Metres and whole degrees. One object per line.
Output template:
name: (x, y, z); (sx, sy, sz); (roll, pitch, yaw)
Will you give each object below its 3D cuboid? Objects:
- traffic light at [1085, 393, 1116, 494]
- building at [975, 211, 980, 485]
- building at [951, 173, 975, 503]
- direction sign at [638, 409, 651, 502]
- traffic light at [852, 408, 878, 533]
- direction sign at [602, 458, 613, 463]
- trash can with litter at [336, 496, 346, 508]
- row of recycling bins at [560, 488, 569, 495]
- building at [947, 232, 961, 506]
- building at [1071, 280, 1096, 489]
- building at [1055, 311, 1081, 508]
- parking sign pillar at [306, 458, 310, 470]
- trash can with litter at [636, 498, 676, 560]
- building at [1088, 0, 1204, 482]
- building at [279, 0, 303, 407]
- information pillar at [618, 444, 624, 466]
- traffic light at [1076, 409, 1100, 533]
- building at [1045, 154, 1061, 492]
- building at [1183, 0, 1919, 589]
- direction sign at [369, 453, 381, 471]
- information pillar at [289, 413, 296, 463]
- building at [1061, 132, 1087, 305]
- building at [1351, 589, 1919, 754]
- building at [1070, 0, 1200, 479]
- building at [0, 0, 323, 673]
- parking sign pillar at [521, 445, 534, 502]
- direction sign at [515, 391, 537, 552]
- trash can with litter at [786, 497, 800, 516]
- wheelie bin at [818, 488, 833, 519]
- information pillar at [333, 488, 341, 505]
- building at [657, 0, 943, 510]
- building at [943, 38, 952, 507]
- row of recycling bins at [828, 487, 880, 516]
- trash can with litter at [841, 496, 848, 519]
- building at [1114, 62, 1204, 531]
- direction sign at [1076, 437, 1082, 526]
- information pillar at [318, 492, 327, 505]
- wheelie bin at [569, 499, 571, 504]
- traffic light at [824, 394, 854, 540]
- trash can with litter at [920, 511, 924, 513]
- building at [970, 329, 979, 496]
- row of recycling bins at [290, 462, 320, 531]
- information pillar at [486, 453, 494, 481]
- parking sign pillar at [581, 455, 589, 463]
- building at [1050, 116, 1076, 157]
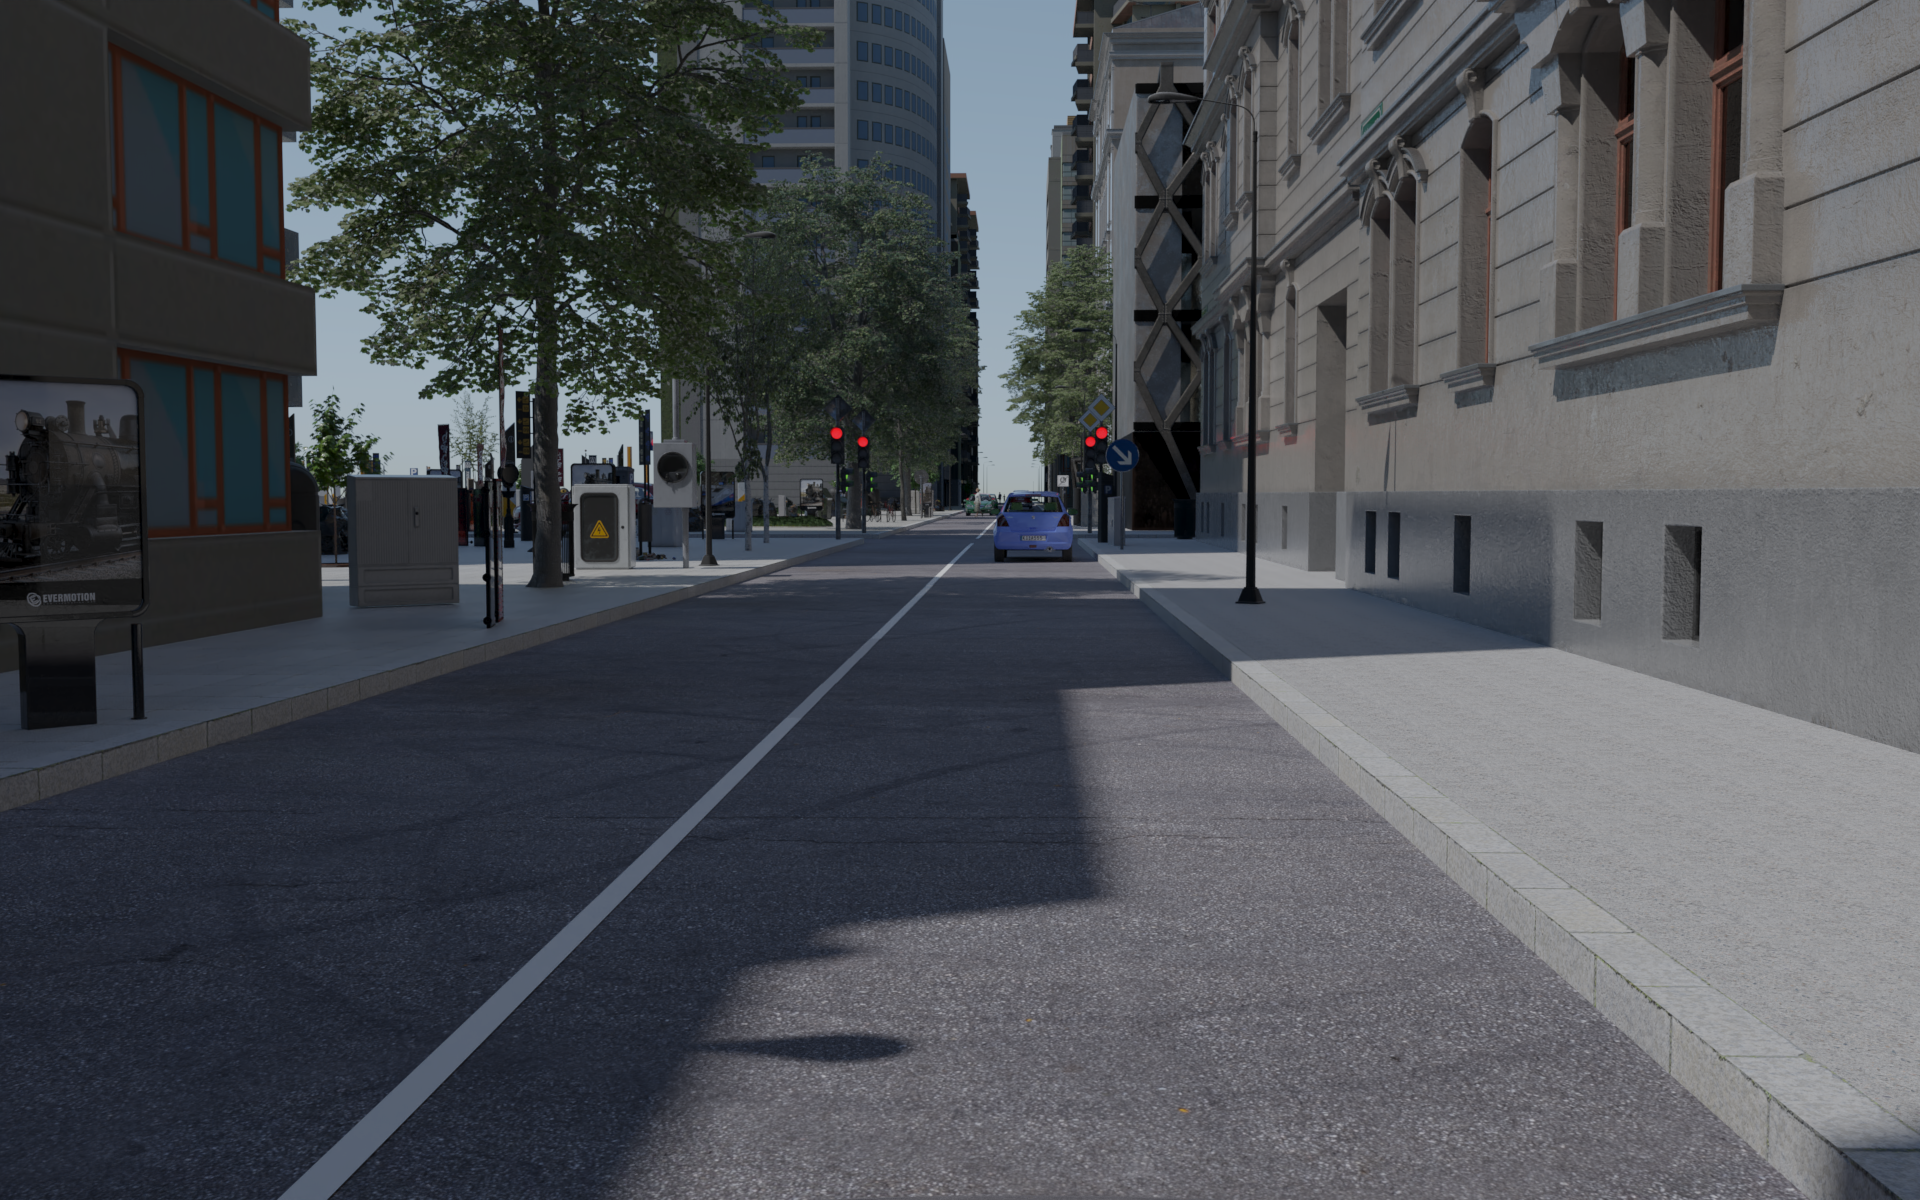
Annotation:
traffic light: (3.935, -3.646, 48.528); (0.839, 4.253, 0.868); (0, 4, 2)
building: (-8.289, -37.039, 260.206); (22.147, 44.769, 28.867); (0, 4, 2)
building: (-9.794, -35.233, 230.678); (22.147, 44.769, 28.867); (0, 4, 2)
direction sign: (-8.478, -3.340, 46.605); (0.379, 3.537, 0.876); (-2, 4, -29)
traffic light: (-3.134, -4.149, 56.757); (0.839, 4.253, 0.868); (0, 4, 2)
direction sign: (-21.911, -7.081, 107.775); (0.876, 3.537, 0.379); (2, 4, 29)
trash can with litter: (-28.764, -4.215, 79.979); (2.233, 1.210, 1.678); (2, 4, 29)
row of recycling bins: (-24.392, -6.403, 111.796); (3.534, 1.692, 1.069); (1, 4, 19)
building: (-7.143, -26.066, 197.886); (14.160, 30.474, 14.107); (0, 4, 2)
building: (16.237, -15.572, 122.048); (16.820, 18.784, 16.811); (0, 4, 2)
building: (23.855, -20.326, 177.369); (27.650, 21.520, 28.899); (0, 4, 2)
parking sign pillar: (-43.800, -7.865, 117.062); (1.447, 3.967, 1.447); (0, 4, -8)
trash can with litter: (-6.394, -1.394, 33.844); (1.678, 1.210, 2.233); (1, 4, 10)
building: (14.214, -19.053, 97.415); (13.634, 28.700, 20.117); (0, 4, 2)
building: (-31.746, -25.460, 35.886); (30.456, 49.044, 23.786); (0, 4, 2)
information pillar: (-15.829, -5.480, 80.952); (0.183, 3.616, 0.504); (1, 4, 11)
traffic light: (4.223, -4.134, 56.508); (0.839, 4.253, 0.868); (0, 4, 2)
building: (22.518, -37.480, 236.498); (21.300, 48.544, 21.600); (0, 4, 2)
building: (12.232, -15.145, 35.009); (14.401, 28.519, 23.554); (0, 4, 2)
direction sign: (-32.339, -6.310, 95.165); (0.876, 3.537, 0.379); (-2, 4, -24)
information pillar: (-19.507, -3.605, 50.292); (0.504, 3.616, 0.183); (0, 4, 5)
building: (18.502, -31.488, 198.426); (14.154, 41.232, 14.086); (0, 4, 2)
building: (11.084, -13.709, 11.525); (14.401, 28.519, 23.554); (0, 4, 2)
building: (20.610, -30.117, 147.030); (22.147, 44.769, 28.867); (0, 4, 2)
building: (-21.000, -9.694, 3.538); (27.650, 21.520, 28.899); (0, 4, 2)
parking sign pillar: (-22.727, -6.320, 91.796); (1.447, 3.967, 1.447); (3, 5, 44)
direction sign: (-9.405, -2.832, 38.302); (0.876, 3.537, 0.379); (-3, 5, -43)
trash can with litter: (-8.541, -4.680, 87.907); (1.055, 1.170, 0.624); (-1, 4, -19)
wheelie bin: (-6.878, -4.864, 87.427); (0.693, 1.594, 0.980); (1, 4, 22)
information pillar: (-36.602, -6.750, 101.710); (0.183, 3.616, 0.504); (3, 4, 39)
building: (-12.538, -36.947, 146.078); (21.231, 58.520, 28.212); (0, 4, 2)
building: (-8.106, -31.698, 168.373); (14.600, 45.320, 14.200); (0, 4, 2)
row of recycling bins: (-6.232, -5.806, 102.045); (3.534, 1.692, 1.069); (-3, 4, -37)
trash can with litter: (-5.836, -4.769, 89.366); (0.624, 1.170, 1.055); (-2, 4, -35)
building: (14.582, -12.090, 65.124); (16.811, 18.784, 16.820); (0, 4, 2)
direction sign: (4.858, -4.729, 69.311); (0.379, 3.537, 0.876); (0, 4, 5)
information pillar: (-34.290, -6.218, 93.025); (0.504, 3.616, 0.183); (-1, 4, -9)
wheelie bin: (-9.035, -2.090, 42.081); (0.980, 1.594, 0.693); (0, 4, -1)
traffic light: (-3.422, -3.661, 48.777); (0.839, 4.253, 0.868); (0, 4, 2)
trash can with litter: (-3.084, -6.552, 118.177); (2.233, 1.210, 1.678); (-2, 4, -24)
building: (-4.200, -31.208, 281.956); (14.160, 30.474, 14.107); (0, 4, 2)
row of recycling bins: (-9.913, -0.908, 21.957); (3.534, 1.692, 1.069); (0, 4, -3)
information pillar: (-26.433, -6.516, 97.894); (0.183, 3.616, 0.504); (0, 4, 1)
parking sign pillar: (-25.258, -7.973, 118.824); (1.447, 3.967, 1.447); (-2, 4, -29)
building: (24.904, -44.876, 275.715); (21.231, 58.520, 28.212); (0, 4, 2)
